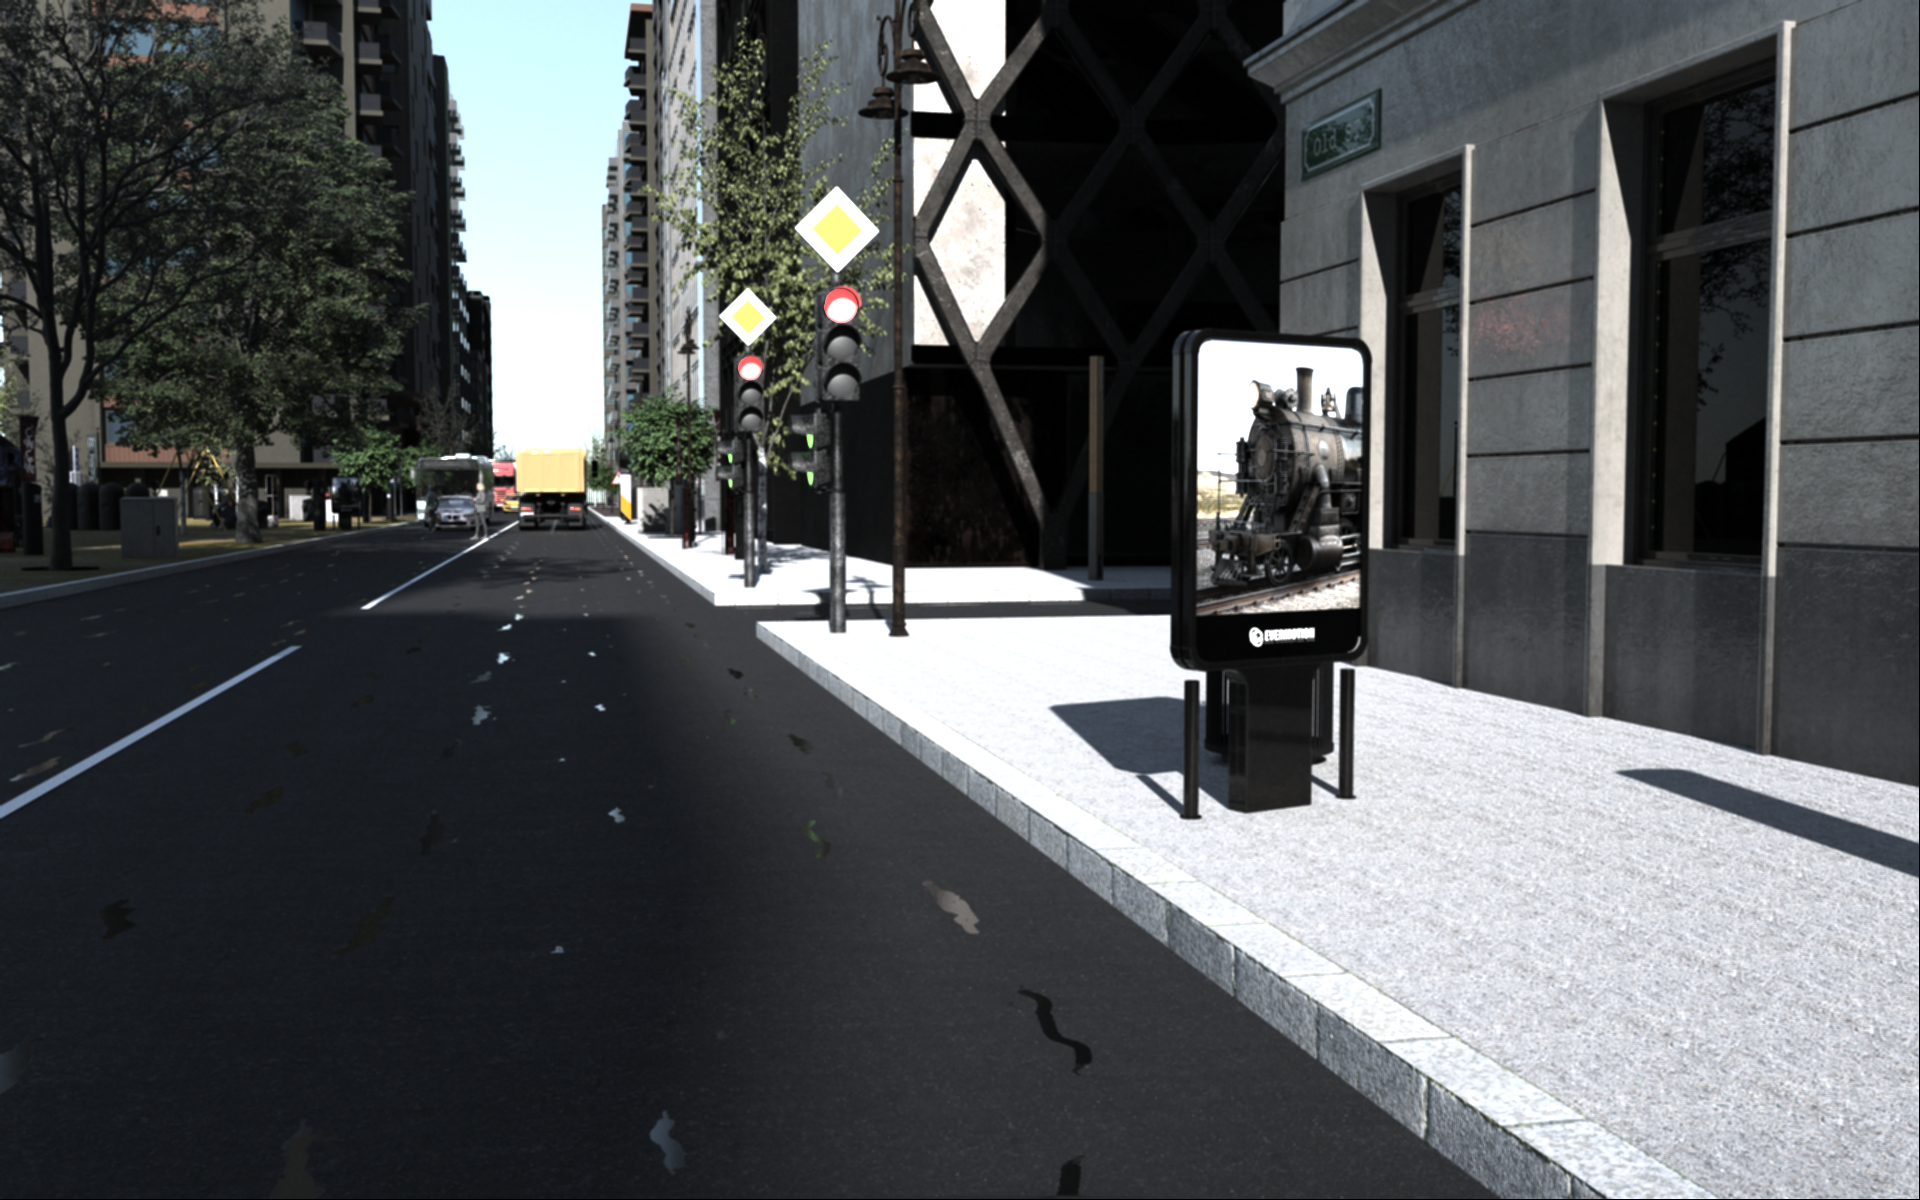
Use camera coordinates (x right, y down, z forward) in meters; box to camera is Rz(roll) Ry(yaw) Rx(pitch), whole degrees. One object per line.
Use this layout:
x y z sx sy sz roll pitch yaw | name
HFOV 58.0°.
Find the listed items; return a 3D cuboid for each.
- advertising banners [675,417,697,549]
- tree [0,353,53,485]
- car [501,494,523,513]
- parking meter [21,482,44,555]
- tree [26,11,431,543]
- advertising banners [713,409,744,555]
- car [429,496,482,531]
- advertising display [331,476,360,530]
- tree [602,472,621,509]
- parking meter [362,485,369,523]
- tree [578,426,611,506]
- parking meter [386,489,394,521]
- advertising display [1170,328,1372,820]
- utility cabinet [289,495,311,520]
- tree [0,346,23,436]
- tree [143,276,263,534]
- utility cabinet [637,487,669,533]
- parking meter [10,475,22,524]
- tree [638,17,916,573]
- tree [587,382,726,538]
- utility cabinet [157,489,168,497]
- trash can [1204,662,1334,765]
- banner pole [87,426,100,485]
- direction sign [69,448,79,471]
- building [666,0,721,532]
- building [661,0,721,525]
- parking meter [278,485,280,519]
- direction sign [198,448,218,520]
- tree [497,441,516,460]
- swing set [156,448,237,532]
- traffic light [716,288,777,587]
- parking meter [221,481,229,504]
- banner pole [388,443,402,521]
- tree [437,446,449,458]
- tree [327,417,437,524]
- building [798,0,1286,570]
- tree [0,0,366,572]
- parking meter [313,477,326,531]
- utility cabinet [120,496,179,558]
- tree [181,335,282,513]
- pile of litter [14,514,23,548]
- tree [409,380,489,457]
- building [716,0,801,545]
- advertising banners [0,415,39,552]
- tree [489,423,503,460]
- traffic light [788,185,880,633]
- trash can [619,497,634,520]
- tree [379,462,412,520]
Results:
-6.441 -2.720 40.655 0.090 3.025 2.074 0 4 3 | advertising banners
-47.726 -8.347 86.835 4.360 8.622 3.978 0 3 0 | tree
-33.281 -7.298 129.539 2.015 1.641 3.980 -1 4 -13 | car
-19.531 -1.716 36.470 0.372 1.533 0.369 0 3 0 | parking meter
-18.961 -8.490 45.460 9.857 13.997 8.962 0 3 0 | tree
-4.877 -2.477 36.687 0.090 3.025 2.074 1 4 11 | advertising banners
-20.107 -3.469 69.084 2.083 1.381 4.827 -1 4 -13 | car
-22.025 -3.480 62.112 0.974 1.923 0.123 -1 4 -13 | advertising display
-29.467 -9.371 147.810 1.663 3.219 1.824 0 3 0 | tree
-26.791 -4.433 78.188 0.255 1.863 0.399 -3 5 -41 | parking meter
-38.419 -14.154 181.786 4.737 8.622 4.395 0 3 0 | tree
-27.627 -4.618 83.912 0.372 1.533 0.369 0 3 0 | parking meter
1.270 -0.111 7.032 0.974 1.923 0.123 -2 4 -32 | advertising display
-32.516 -4.539 85.377 0.306 1.237 1.020 3 5 40 | utility cabinet
-43.979 -7.662 75.631 4.737 8.622 4.395 0 3 0 | tree
-24.657 -6.419 55.310 4.360 8.622 3.978 0 3 0 | tree
-10.133 -2.969 57.224 0.318 1.500 1.173 2 4 35 | utility cabinet
-29.345 -2.953 53.992 0.255 1.863 0.399 1 4 17 | parking meter
-2.973 -4.743 27.912 4.737 8.622 4.395 0 3 0 | tree
-8.548 -4.102 50.782 4.285 4.588 4.351 0 3 0 | tree
-37.781 -4.489 82.077 0.318 1.500 1.173 -2 4 -34 | utility cabinet
1.482 0.206 8.284 0.748 1.137 0.748 0 3 0 | trash can
-32.114 -4.544 64.313 0.863 3.779 0.401 2 4 29 | banner pole
-44.175 -5.752 86.046 0.876 3.537 0.379 1 4 9 | direction sign
-5.065 -15.382 69.525 12.078 24.808 19.932 -1 4 -13 | building
-8.602 -16.581 89.125 12.078 24.808 19.932 -1 4 -13 | building
-35.743 -5.180 90.410 0.255 1.863 0.399 3 5 39 | parking meter
-36.700 -5.664 84.606 0.876 3.537 0.379 -1 4 -8 | direction sign
-63.126 -17.864 242.437 4.737 8.622 4.395 0 3 0 | tree
-26.567 -3.832 60.270 2.862 2.851 3.119 0 4 -7 | swing set
-2.916 -2.129 23.734 0.839 4.253 0.868 -1 4 -13 | traffic light
-33.544 -4.486 79.061 0.255 1.863 0.399 -2 4 -33 | parking meter
-27.517 -5.779 84.508 0.863 3.779 0.401 -2 4 -32 | banner pole
-31.235 -7.181 101.125 4.285 4.588 4.351 0 3 0 | tree
-25.422 -5.539 74.280 4.285 4.588 4.351 0 3 0 | tree
6.038 -10.327 36.292 16.811 18.784 16.820 -1 4 -13 | building
-15.024 -7.247 28.863 12.009 13.543 11.850 0 3 0 | tree
-22.442 -3.362 60.676 0.255 1.863 0.399 1 4 14 | parking meter
-16.289 -1.446 34.808 1.020 1.237 0.306 -1 4 -10 | utility cabinet
-30.157 -7.447 72.122 4.737 8.622 4.395 0 3 0 | tree
-22.894 -1.704 41.824 1.176 0.858 1.719 0 4 0 | pile of litter
-33.482 -9.918 112.515 4.360 8.622 3.978 0 3 0 | tree
-0.458 -13.617 52.308 12.332 23.373 15.834 -1 4 -13 | building
-21.055 -2.562 38.073 0.090 3.025 2.074 1 4 19 | advertising banners
-46.961 -13.437 170.064 4.360 8.622 3.978 0 3 0 | tree
-1.150 -1.653 15.946 0.839 4.253 0.868 -1 4 -13 | traffic light
-16.258 -4.458 84.547 0.748 1.137 0.748 0 3 0 | trash can
-28.051 -5.570 85.668 1.663 3.219 1.824 0 3 0 | tree
